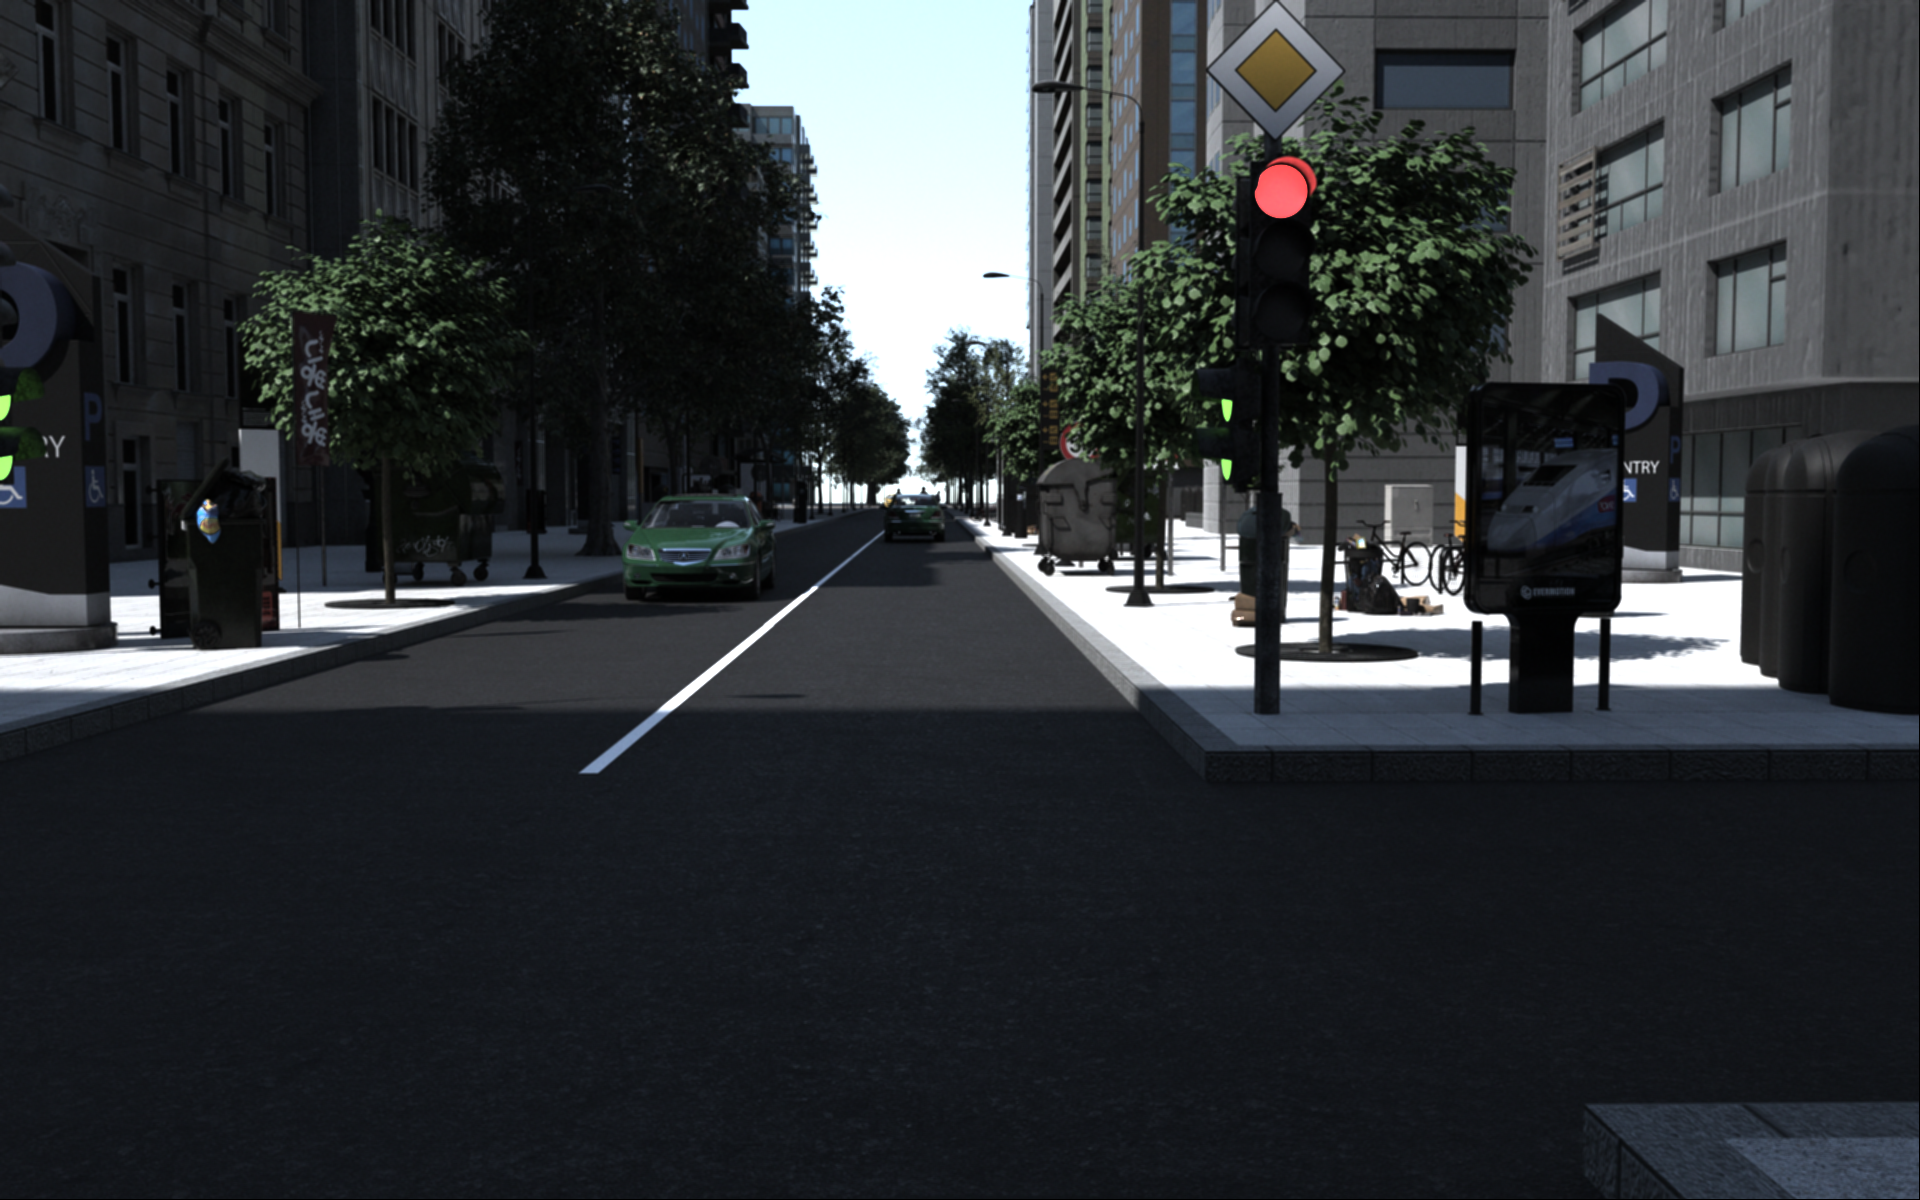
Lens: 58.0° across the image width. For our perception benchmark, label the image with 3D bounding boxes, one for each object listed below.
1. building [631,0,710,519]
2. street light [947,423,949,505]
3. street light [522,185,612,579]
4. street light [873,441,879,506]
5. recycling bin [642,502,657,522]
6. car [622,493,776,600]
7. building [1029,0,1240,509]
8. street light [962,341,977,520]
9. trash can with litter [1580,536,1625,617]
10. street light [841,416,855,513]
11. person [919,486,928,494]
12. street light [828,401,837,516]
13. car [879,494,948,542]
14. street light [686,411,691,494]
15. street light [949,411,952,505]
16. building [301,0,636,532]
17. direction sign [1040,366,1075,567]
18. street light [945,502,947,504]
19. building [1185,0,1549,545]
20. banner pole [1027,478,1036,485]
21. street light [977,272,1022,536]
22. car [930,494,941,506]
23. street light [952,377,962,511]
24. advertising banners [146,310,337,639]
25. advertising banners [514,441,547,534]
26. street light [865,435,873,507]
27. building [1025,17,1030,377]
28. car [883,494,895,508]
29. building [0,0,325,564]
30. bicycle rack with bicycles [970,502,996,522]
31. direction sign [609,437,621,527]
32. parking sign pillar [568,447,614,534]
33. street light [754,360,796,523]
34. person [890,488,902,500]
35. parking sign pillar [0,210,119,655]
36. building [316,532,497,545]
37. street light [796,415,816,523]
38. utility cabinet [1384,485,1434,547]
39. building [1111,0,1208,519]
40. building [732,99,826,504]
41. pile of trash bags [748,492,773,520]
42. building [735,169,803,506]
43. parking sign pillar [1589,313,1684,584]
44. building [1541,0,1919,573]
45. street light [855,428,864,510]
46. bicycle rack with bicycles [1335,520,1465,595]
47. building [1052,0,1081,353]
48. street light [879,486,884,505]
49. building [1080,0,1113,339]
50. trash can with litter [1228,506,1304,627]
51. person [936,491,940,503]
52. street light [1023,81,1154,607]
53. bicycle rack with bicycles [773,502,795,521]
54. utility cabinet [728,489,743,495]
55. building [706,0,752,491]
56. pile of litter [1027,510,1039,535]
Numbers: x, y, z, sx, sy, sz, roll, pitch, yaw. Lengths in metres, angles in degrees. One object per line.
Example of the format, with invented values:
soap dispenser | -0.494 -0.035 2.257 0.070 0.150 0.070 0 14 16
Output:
building | -23.247 -27.866 105.723 14.600 45.320 14.200 0 4 -1
street light | 0.146 -7.553 96.035 1.470 5.913 1.316 0 4 -1
street light | -5.918 -3.279 26.145 1.470 5.913 1.316 0 4 -1
street light | -8.152 -11.026 152.809 1.470 5.913 1.316 0 4 -1
recycling bin | -9.101 -2.424 52.192 0.722 1.027 0.722 -3 5 -42
car | -3.687 -0.808 25.010 2.131 1.459 4.920 0 4 -2
building | 18.422 -40.144 198.355 21.231 58.520 28.212 0 4 -1
street light | 0.895 -4.899 52.639 1.470 5.913 1.316 0 4 -1
trash can with litter | 6.454 -0.422 18.293 0.624 1.170 1.055 -2 4 -32
street light | -7.214 -8.012 103.542 1.470 5.913 1.316 0 4 -1
person | -1.890 -4.997 90.144 1.348 1.831 0.705 0 4 -4
street light | -6.883 -6.982 86.693 1.470 5.913 1.316 0 4 -1
car | -1.419 -2.534 53.231 2.131 1.459 4.920 0 4 -2
street light | -6.306 -4.346 43.596 1.470 5.913 1.316 0 4 -1
street light | 0.305 -6.886 85.121 1.470 5.913 1.316 0 4 -1
building | -21.364 -15.545 72.185 12.078 24.808 19.932 0 4 -1
direction sign | 1.862 -2.369 30.724 0.876 3.537 0.379 0 4 -3
street light | -0.120 -8.547 112.276 1.470 5.913 1.316 0 4 -1
building | 18.717 -31.421 55.728 21.231 58.520 28.212 0 4 -1
banner pole | 2.602 -4.038 56.033 0.863 3.779 0.401 -1 4 -13
street light | 1.174 -3.906 36.397 1.470 5.913 1.316 0 4 -1
car | -2.362 -6.846 123.929 2.014 1.417 4.499 0 4 0
street light | 0.542 -5.892 68.879 1.470 5.913 1.316 0 4 -1
advertising banners | -6.583 -1.215 16.051 0.090 3.025 2.074 2 4 30
advertising banners | -13.959 -3.673 56.239 0.090 3.025 2.074 -3 5 -41
street light | -7.790 -10.024 136.434 1.470 5.913 1.316 0 4 -1
building | 17.523 -55.940 227.292 22.319 86.520 31.000 0 4 -1
car | -6.542 -9.850 171.278 2.015 1.641 3.980 0 4 0
building | -21.308 -14.218 29.731 12.463 27.353 25.104 0 4 -1
bicycle rack with bicycles | 2.166 -4.047 79.558 2.925 0.926 2.852 1 4 17
direction sign | -13.813 -4.666 68.285 0.876 3.537 0.379 0 4 -8
parking sign pillar | -11.915 -4.119 55.814 1.447 3.967 1.447 1 4 9
street light | -6.541 -5.339 59.838 1.470 5.913 1.316 0 4 -1
person | -4.578 -7.419 129.427 1.348 1.869 0.705 0 4 6
parking sign pillar | -7.832 -1.583 14.348 1.447 3.967 1.447 0 4 -1
building | -20.993 -14.329 52.294 12.078 24.808 19.932 0 4 -1
street light | -6.788 -6.416 77.448 1.470 5.913 1.316 0 4 -1
utility cabinet | 10.791 -2.014 41.608 1.173 1.500 0.318 -1 4 -20
building | 16.067 -27.275 96.054 14.600 45.320 14.200 0 4 -1
building | -29.118 -36.445 215.487 23.786 49.044 30.456 0 4 -1
pile of trash bags | -7.712 -3.242 62.766 1.912 1.369 3.447 -1 4 -21
building | -33.653 -30.324 187.679 32.217 40.220 23.993 0 4 -1
parking sign pillar | 9.857 -2.257 25.381 1.447 3.967 1.447 -3 5 -42
building | 18.652 -21.003 26.996 14.086 41.232 14.154 0 4 -1
street light | -7.537 -9.031 120.192 1.470 5.913 1.316 0 4 -1
bicycle rack with bicycles | 6.449 -0.616 23.452 2.925 0.926 2.852 -3 5 -40
building | 18.997 -31.714 142.233 21.300 48.544 21.600 0 4 -1
street light | -8.369 -12.072 169.914 1.470 5.913 1.316 0 4 -1
building | 15.510 -26.972 124.583 14.154 41.232 14.086 0 4 -1
trash can with litter | 3.004 -0.347 17.062 0.624 1.170 1.055 1 4 19
person | -1.693 -7.801 136.984 0.436 1.711 0.756 3 5 39
street light | 1.507 -2.881 19.646 1.470 5.913 1.316 0 4 -1
bicycle rack with bicycles | -8.520 -4.254 82.928 2.852 0.926 2.925 0 4 -6
utility cabinet | -9.024 -3.729 69.643 0.318 1.500 1.173 0 4 7
building | -27.297 -28.937 127.752 22.147 44.769 28.867 0 4 -1
pile of litter | 2.518 -2.488 54.638 1.719 0.858 1.176 0 4 -3
